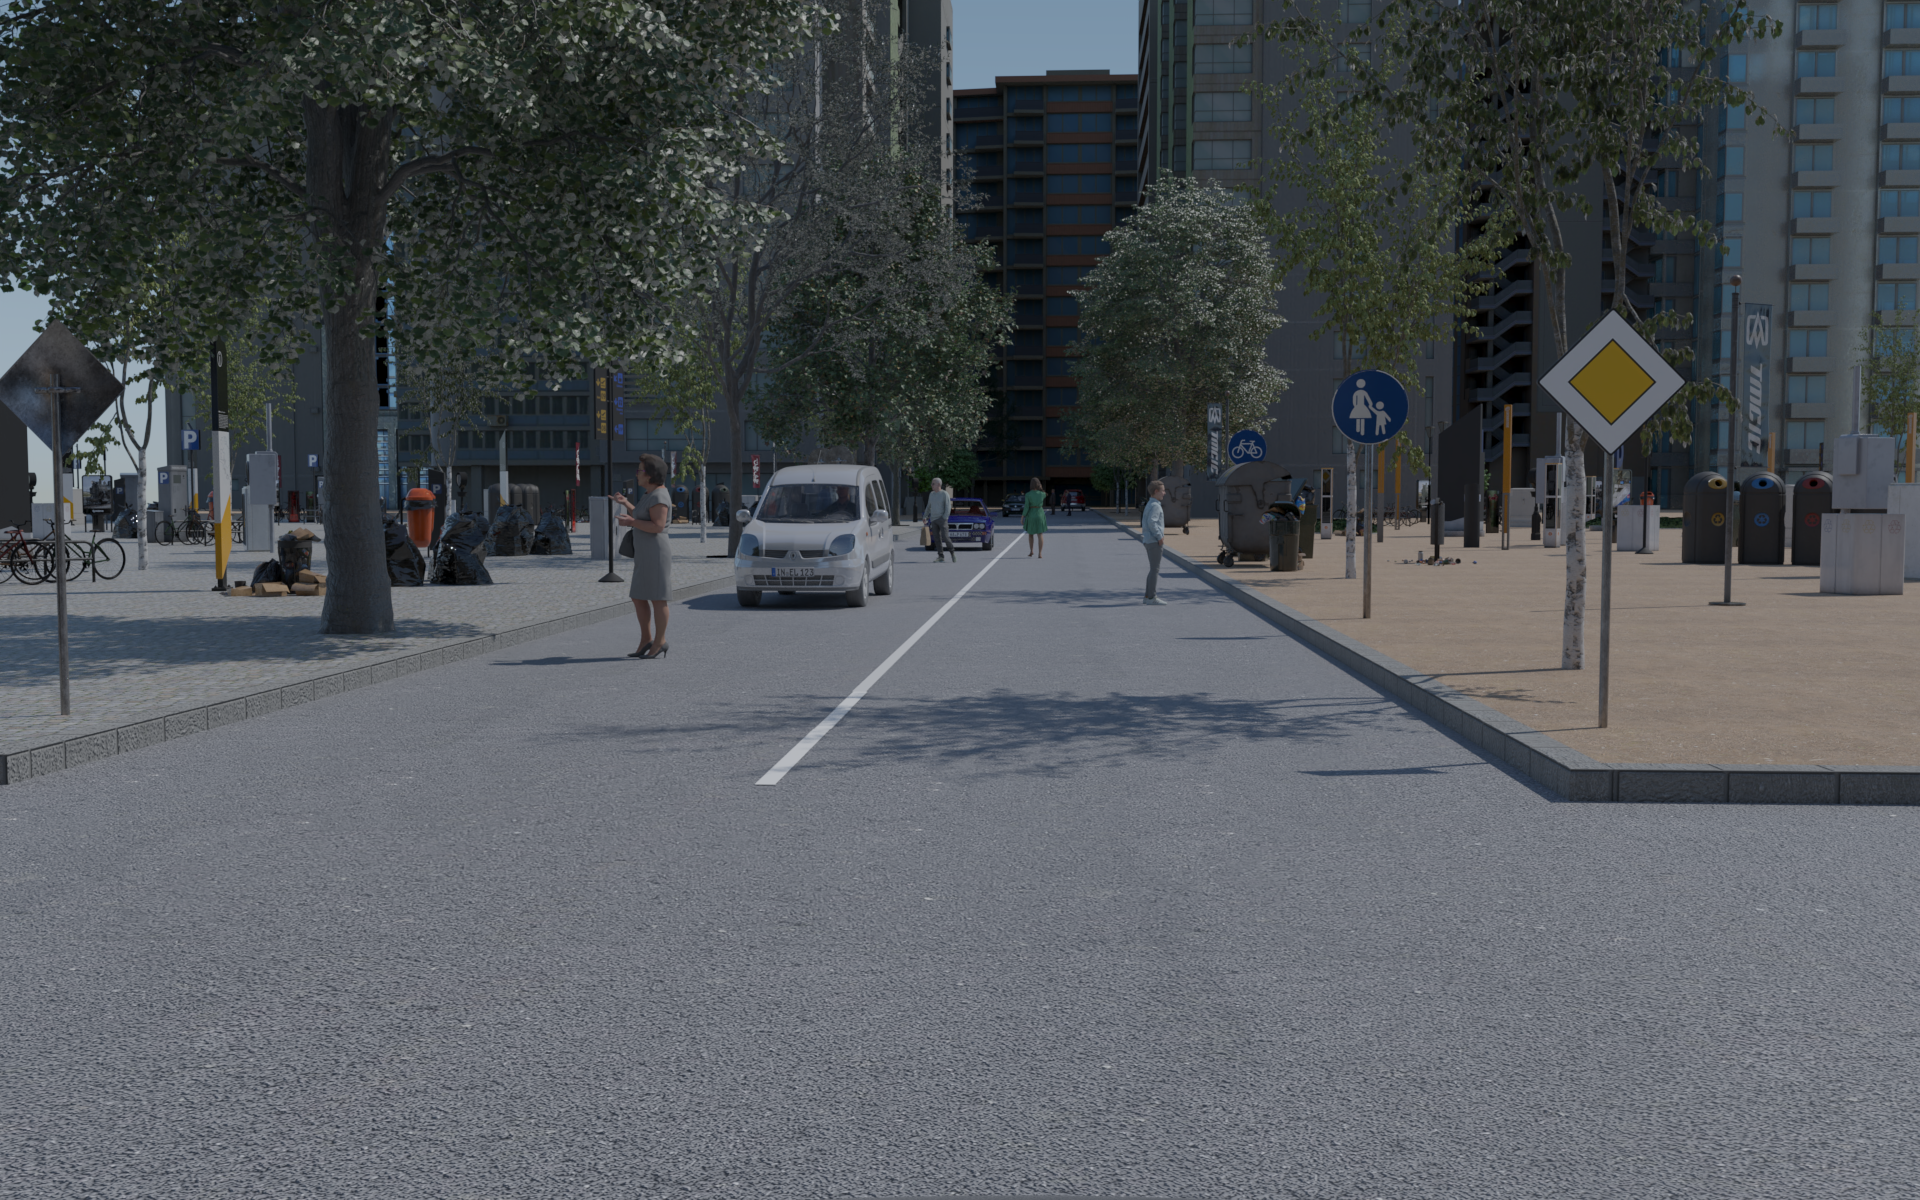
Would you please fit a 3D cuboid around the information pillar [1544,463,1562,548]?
[{"bbox_3d":[14.130,-2.250,41.273,0.304,2.012,0.304,3,4,39],"label":"information pillar"}]

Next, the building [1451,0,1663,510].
[{"bbox_3d":[49.903,-30.452,147.996,14.200,45.320,14.600,0,4,3],"label":"building"}]

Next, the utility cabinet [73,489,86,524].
[{"bbox_3d":[-37.152,-3.894,72.349,0.318,1.500,1.173,2,4,29],"label":"utility cabinet"}]

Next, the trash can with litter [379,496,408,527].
[{"bbox_3d":[-22.248,-3.447,67.413,2.233,1.210,1.678,0,4,5],"label":"trash can with litter"}]

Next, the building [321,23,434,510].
[{"bbox_3d":[-38.094,-51.033,147.059,31.000,86.520,22.319,0,4,3],"label":"building"}]

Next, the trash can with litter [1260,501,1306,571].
[{"bbox_3d":[5.425,-1.076,28.983,0.624,1.170,1.055,1,4,23],"label":"trash can with litter"}]

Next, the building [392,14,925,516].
[{"bbox_3d":[-18.921,-25.681,111.764,32.217,40.220,23.993,0,4,3],"label":"building"}]

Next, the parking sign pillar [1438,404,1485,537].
[{"bbox_3d":[15.159,-3.910,52.397,1.447,3.967,1.447,3,4,36],"label":"parking sign pillar"}]

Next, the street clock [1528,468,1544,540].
[{"bbox_3d":[15.971,-2.656,47.988,0.471,2.002,0.358,-2,4,-24],"label":"street clock"}]

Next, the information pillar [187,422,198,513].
[{"bbox_3d":[-24.990,-3.978,56.392,0.504,3.616,0.183,3,5,41],"label":"information pillar"}]

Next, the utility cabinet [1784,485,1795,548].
[{"bbox_3d":[20.068,-1.970,40.882,1.173,1.500,0.318,-1,4,-15],"label":"utility cabinet"}]

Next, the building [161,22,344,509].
[{"bbox_3d":[-60.759,-28.761,153.843,14.086,41.232,14.154,0,4,3],"label":"building"}]

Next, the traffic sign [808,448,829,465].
[{"bbox_3d":[-3.815,-2.902,47.558,0.768,2.556,0.104,1,4,9],"label":"traffic sign"}]

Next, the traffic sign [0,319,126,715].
[{"bbox_3d":[-5.196,-0.389,10.001,0.795,2.450,0.064,0,4,3],"label":"traffic sign"}]

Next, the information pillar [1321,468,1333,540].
[{"bbox_3d":[10.368,-2.719,48.951,0.304,2.012,0.304,1,4,17],"label":"information pillar"}]

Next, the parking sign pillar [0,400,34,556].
[{"bbox_3d":[-20.404,-2.938,36.507,1.447,3.967,1.447,3,5,41],"label":"parking sign pillar"}]

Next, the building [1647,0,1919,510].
[{"bbox_3d":[71.880,-31.912,141.366,30.456,49.044,23.786,0,4,3],"label":"building"}]

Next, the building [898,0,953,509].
[{"bbox_3d":[-11.769,-32.059,147.858,21.600,48.544,21.300,0,4,3],"label":"building"}]

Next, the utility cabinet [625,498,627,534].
[{"bbox_3d":[-8.054,-1.744,39.678,1.020,1.237,0.306,3,5,40],"label":"utility cabinet"}]

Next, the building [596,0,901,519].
[{"bbox_3d":[-10.844,-24.992,92.211,14.154,41.232,14.086,0,4,3],"label":"building"}]

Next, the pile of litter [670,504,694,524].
[{"bbox_3d":[-12.252,-3.715,74.706,1.719,0.858,1.176,-2,4,-25],"label":"pile of litter"}]

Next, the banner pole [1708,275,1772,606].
[{"bbox_3d":[9.068,-1.834,19.997,0.863,3.779,0.401,-2,4,-27],"label":"banner pole"}]

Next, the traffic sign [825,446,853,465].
[{"bbox_3d":[-3.185,-2.779,45.551,0.768,2.556,0.104,1,4,10],"label":"traffic sign"}]

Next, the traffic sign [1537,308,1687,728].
[{"bbox_3d":[3.531,-0.356,9.458,0.795,2.450,0.064,0,4,3],"label":"traffic sign"}]

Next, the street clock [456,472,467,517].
[{"bbox_3d":[-16.412,-3.212,57.086,0.358,2.002,0.471,-3,4,-36],"label":"street clock"}]

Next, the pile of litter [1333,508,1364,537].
[{"bbox_3d":[11.993,-2.384,52.939,1.176,0.858,1.719,1,4,21],"label":"pile of litter"}]

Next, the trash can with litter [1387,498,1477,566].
[{"bbox_3d":[8.641,-1.272,31.849,1.678,1.210,2.233,1,4,19],"label":"trash can with litter"}]

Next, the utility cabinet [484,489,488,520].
[{"bbox_3d":[-21.532,-4.389,80.446,1.173,1.500,0.318,1,4,22],"label":"utility cabinet"}]

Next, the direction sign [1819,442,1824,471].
[{"bbox_3d":[37.897,-5.156,76.290,0.379,3.537,0.876,1,4,18],"label":"direction sign"}]

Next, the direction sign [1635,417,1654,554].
[{"bbox_3d":[14.654,-2.752,36.990,0.379,3.537,0.876,1,4,8],"label":"direction sign"}]

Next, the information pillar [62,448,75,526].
[{"bbox_3d":[-36.265,-4.828,70.289,0.504,3.616,0.183,-2,4,-31],"label":"information pillar"}]

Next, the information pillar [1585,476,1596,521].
[{"bbox_3d":[25.996,-4.094,71.426,0.304,2.012,0.304,-3,5,-43],"label":"information pillar"}]

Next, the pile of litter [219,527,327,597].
[{"bbox_3d":[-8.494,-0.493,22.023,1.719,0.858,1.176,1,4,13],"label":"pile of litter"}]

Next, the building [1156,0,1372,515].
[{"bbox_3d":[21.334,-27.106,126.780,14.154,41.232,14.086,0,4,3],"label":"building"}]

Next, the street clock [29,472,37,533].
[{"bbox_3d":[-30.885,-3.244,57.615,0.471,2.002,0.358,3,5,44],"label":"street clock"}]

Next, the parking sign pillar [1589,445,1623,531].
[{"bbox_3d":[22.717,-4.392,60.285,1.447,3.967,1.447,2,4,32],"label":"parking sign pillar"}]

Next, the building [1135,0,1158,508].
[{"bbox_3d":[25.906,-31.851,144.468,21.300,48.544,21.600,0,4,3],"label":"building"}]

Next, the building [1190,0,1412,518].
[{"bbox_3d":[20.497,-26.248,112.746,14.154,41.232,14.086,0,4,3],"label":"building"}]

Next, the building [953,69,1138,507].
[{"bbox_3d":[11.576,-32.248,181.871,28.867,44.769,22.147,0,4,3],"label":"building"}]

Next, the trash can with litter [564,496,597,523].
[{"bbox_3d":[-16.662,-4.062,77.475,2.233,1.210,1.678,2,4,23],"label":"trash can with litter"}]

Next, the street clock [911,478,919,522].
[{"bbox_3d":[-2.025,-4.512,78.336,0.358,2.002,0.471,-1,4,-14],"label":"street clock"}]

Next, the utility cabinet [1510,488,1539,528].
[{"bbox_3d":[21.231,-3.460,65.242,0.318,1.500,1.173,-2,4,-35],"label":"utility cabinet"}]

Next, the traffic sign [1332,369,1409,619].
[{"bbox_3d":[4.199,-1.082,17.798,0.768,2.556,0.104,1,4,11],"label":"traffic sign"}]

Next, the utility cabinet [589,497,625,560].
[{"bbox_3d":[-6.993,-1.413,34.270,0.306,1.237,1.020,0,4,8],"label":"utility cabinet"}]

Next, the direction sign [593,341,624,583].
[{"bbox_3d":[-5.087,-2.028,25.159,0.379,3.537,0.876,1,4,16],"label":"direction sign"}]

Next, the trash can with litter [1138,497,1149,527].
[{"bbox_3d":[7.400,-3.376,66.579,1.055,1.170,0.624,2,4,25],"label":"trash can with litter"}]

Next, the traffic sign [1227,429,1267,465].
[{"bbox_3d":[5.654,-2.084,34.182,0.768,2.556,0.104,0,4,5],"label":"traffic sign"}]

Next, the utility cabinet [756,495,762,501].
[{"bbox_3d":[-7.686,-3.642,70.712,1.020,1.237,0.306,0,4,2],"label":"utility cabinet"}]

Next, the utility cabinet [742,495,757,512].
[{"bbox_3d":[-9.941,-4.268,80.951,1.020,1.237,0.306,2,4,26],"label":"utility cabinet"}]

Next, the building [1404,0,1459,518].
[{"bbox_3d":[19.837,-25.389,98.701,14.154,41.232,14.086,0,4,3],"label":"building"}]
